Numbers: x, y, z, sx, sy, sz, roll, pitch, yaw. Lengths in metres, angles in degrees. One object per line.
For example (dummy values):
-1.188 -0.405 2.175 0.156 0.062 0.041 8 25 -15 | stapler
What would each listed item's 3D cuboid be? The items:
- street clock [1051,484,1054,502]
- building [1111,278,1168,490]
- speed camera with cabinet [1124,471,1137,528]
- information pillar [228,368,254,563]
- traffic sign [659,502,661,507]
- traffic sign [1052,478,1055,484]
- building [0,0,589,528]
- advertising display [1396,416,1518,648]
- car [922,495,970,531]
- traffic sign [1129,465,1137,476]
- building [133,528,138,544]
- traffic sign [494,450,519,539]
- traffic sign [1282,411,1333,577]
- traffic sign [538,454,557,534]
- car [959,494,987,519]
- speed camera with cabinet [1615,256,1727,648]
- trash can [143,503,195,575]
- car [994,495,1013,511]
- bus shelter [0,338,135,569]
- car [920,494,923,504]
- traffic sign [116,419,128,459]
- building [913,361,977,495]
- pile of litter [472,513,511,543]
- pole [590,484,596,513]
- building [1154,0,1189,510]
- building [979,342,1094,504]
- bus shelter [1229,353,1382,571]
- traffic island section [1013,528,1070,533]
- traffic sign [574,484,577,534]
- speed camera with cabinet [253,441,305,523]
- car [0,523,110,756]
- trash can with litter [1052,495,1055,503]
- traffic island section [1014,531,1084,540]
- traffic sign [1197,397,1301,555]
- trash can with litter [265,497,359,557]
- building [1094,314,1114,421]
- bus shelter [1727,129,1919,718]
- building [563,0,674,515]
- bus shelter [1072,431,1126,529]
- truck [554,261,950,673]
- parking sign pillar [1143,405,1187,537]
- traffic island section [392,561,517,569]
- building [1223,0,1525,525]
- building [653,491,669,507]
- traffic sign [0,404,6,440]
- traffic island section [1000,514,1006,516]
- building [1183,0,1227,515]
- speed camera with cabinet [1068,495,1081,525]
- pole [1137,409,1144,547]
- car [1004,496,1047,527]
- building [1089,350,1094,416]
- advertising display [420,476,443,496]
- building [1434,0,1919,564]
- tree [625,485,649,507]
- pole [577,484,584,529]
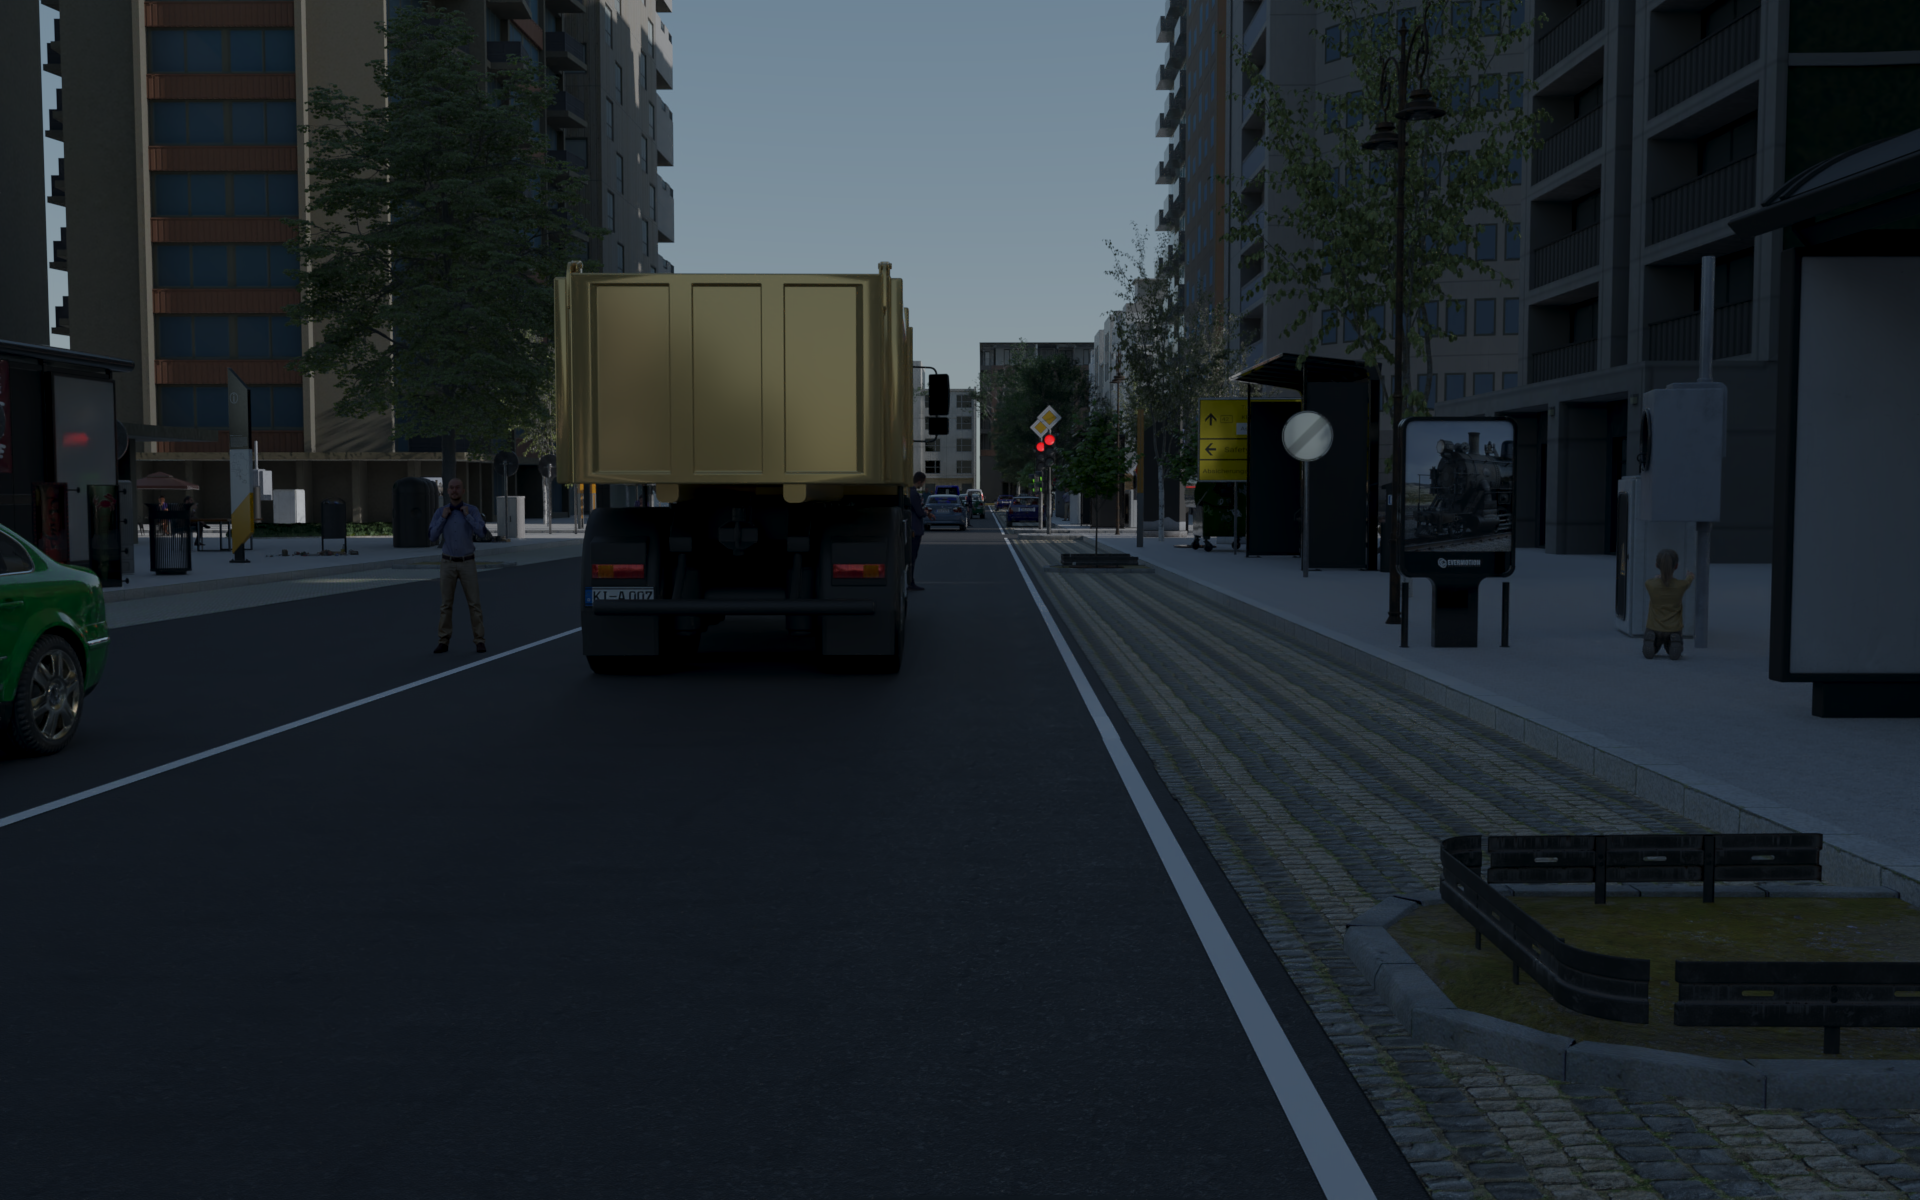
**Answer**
6.846 -7.656 129.745 0.358 2.002 0.471 -3 4 -38 | street clock
21.933 -18.413 157.479 16.016 20.091 11.380 0 4 1 | building
6.685 -4.333 65.175 0.660 3.252 2.038 0 4 -8 | speed camera with cabinet
-13.349 -2.495 32.142 0.504 3.616 0.183 2 4 24 | information pillar
-12.354 -4.351 71.247 0.768 2.556 0.104 0 4 5 | traffic sign
7.530 -8.248 134.953 0.768 2.556 0.104 0 4 7 | traffic sign
-30.973 -26.317 84.899 22.147 44.769 28.867 0 4 1 | building
4.142 -0.565 14.458 0.974 1.923 0.123 0 4 -2 | advertising display
-0.620 -3.486 68.991 2.014 1.417 4.499 0 4 1 | car
7.300 -4.342 70.726 0.795 2.593 0.064 0 4 4 | traffic sign
-34.677 -23.281 35.265 28.867 44.769 22.147 0 4 1 | building
-13.015 -3.031 49.655 0.768 2.556 0.104 1 4 10 | traffic sign
5.332 -1.622 26.634 0.768 2.556 0.104 0 4 8 | traffic sign
-13.073 -3.369 55.186 0.768 2.556 0.104 1 4 8 | traffic sign
0.543 -5.534 102.286 2.131 1.459 4.920 0 4 -1 | car
6.214 -1.278 15.223 0.660 3.252 2.038 1 4 14 | speed camera with cabinet
-12.539 -0.969 27.498 0.748 1.137 0.748 0 3 0 | trash can
3.790 -8.054 144.267 1.945 1.354 3.894 0 4 -1 | car
-13.825 -2.732 22.302 2.179 5.291 8.768 0 4 1 | bus shelter
-4.014 -9.149 158.623 2.155 1.783 4.494 0 4 1 | car
-13.967 -1.725 28.311 0.768 2.556 0.104 0 4 4 | traffic sign
-13.489 -22.737 238.213 31.486 18.905 16.747 0 4 1 | building
-12.701 -1.979 46.323 1.176 0.858 1.719 -2 4 -33 | pile of litter
-13.616 -4.304 64.216 0.158 3.312 0.155 0 3 0 | pole
25.605 -30.712 121.743 23.786 49.044 30.456 0 4 1 | building
19.066 -24.428 243.368 32.646 21.610 27.936 0 4 1 | building
6.245 -2.483 31.883 1.731 3.624 6.357 0 4 1 | bus shelter
2.945 -2.483 62.874 2.009 0.180 2.903 0 4 1 | traffic island section
-12.269 -3.372 55.241 0.768 2.556 0.104 0 4 5 | traffic sign
-25.537 -4.302 64.680 2.038 3.252 0.660 1 4 13 | speed camera with cabinet
-5.862 0.040 8.149 1.959 1.807 4.718 0 4 1 | car
7.058 -7.737 137.883 0.624 1.170 1.055 -3 5 -40 | trash can with litter
2.840 -1.994 54.890 2.009 0.180 2.903 0 4 1 | traffic island section
6.149 -2.609 36.533 2.265 3.308 0.079 0 4 5 | traffic sign
-13.502 -1.536 36.170 1.678 1.210 2.233 3 5 45 | trash can with litter
23.218 -19.109 178.894 16.747 18.905 31.486 0 4 1 | building
5.437 -0.822 7.368 2.014 3.302 5.546 0 4 1 | bus shelter
-34.010 -32.048 113.223 28.713 52.752 27.495 0 4 1 | building
5.328 -4.614 66.726 1.731 3.624 6.357 0 4 1 | bus shelter
-1.784 -1.319 17.488 3.469 3.379 9.791 0 4 -1 | truck
6.089 -3.876 51.844 1.447 3.967 1.447 2 4 33 | parking sign pillar
-9.776 -0.669 33.811 1.991 0.108 1.994 0 4 1 | traffic island section
27.464 -32.826 78.710 28.212 58.520 21.231 0 4 1 | building
-23.715 -12.884 152.801 9.099 9.664 28.070 0 4 1 | building
-11.994 -1.284 21.102 0.768 2.556 0.104 0 4 4 | traffic sign
3.626 -5.627 114.865 1.991 0.108 1.994 0 4 1 | traffic island section
20.722 -27.493 99.626 14.600 45.320 14.200 0 4 1 | building
5.625 -4.843 73.522 2.038 3.252 0.660 -2 4 -35 | speed camera with cabinet
4.347 -2.929 41.727 0.158 3.312 0.155 0 3 0 | pole
2.882 -3.864 75.757 1.945 1.354 3.894 0 4 1 | car
23.027 -21.030 200.254 16.016 20.091 11.380 0 4 1 | building
-19.113 -3.526 62.862 0.974 1.923 0.123 -1 4 -15 | advertising display
22.820 -36.449 34.193 20.563 71.187 20.611 0 4 1 | building
-16.038 -8.148 83.586 4.737 8.622 4.395 0 3 0 | tree
-13.956 -4.271 63.668 0.158 3.312 0.155 0 3 0 | pole
